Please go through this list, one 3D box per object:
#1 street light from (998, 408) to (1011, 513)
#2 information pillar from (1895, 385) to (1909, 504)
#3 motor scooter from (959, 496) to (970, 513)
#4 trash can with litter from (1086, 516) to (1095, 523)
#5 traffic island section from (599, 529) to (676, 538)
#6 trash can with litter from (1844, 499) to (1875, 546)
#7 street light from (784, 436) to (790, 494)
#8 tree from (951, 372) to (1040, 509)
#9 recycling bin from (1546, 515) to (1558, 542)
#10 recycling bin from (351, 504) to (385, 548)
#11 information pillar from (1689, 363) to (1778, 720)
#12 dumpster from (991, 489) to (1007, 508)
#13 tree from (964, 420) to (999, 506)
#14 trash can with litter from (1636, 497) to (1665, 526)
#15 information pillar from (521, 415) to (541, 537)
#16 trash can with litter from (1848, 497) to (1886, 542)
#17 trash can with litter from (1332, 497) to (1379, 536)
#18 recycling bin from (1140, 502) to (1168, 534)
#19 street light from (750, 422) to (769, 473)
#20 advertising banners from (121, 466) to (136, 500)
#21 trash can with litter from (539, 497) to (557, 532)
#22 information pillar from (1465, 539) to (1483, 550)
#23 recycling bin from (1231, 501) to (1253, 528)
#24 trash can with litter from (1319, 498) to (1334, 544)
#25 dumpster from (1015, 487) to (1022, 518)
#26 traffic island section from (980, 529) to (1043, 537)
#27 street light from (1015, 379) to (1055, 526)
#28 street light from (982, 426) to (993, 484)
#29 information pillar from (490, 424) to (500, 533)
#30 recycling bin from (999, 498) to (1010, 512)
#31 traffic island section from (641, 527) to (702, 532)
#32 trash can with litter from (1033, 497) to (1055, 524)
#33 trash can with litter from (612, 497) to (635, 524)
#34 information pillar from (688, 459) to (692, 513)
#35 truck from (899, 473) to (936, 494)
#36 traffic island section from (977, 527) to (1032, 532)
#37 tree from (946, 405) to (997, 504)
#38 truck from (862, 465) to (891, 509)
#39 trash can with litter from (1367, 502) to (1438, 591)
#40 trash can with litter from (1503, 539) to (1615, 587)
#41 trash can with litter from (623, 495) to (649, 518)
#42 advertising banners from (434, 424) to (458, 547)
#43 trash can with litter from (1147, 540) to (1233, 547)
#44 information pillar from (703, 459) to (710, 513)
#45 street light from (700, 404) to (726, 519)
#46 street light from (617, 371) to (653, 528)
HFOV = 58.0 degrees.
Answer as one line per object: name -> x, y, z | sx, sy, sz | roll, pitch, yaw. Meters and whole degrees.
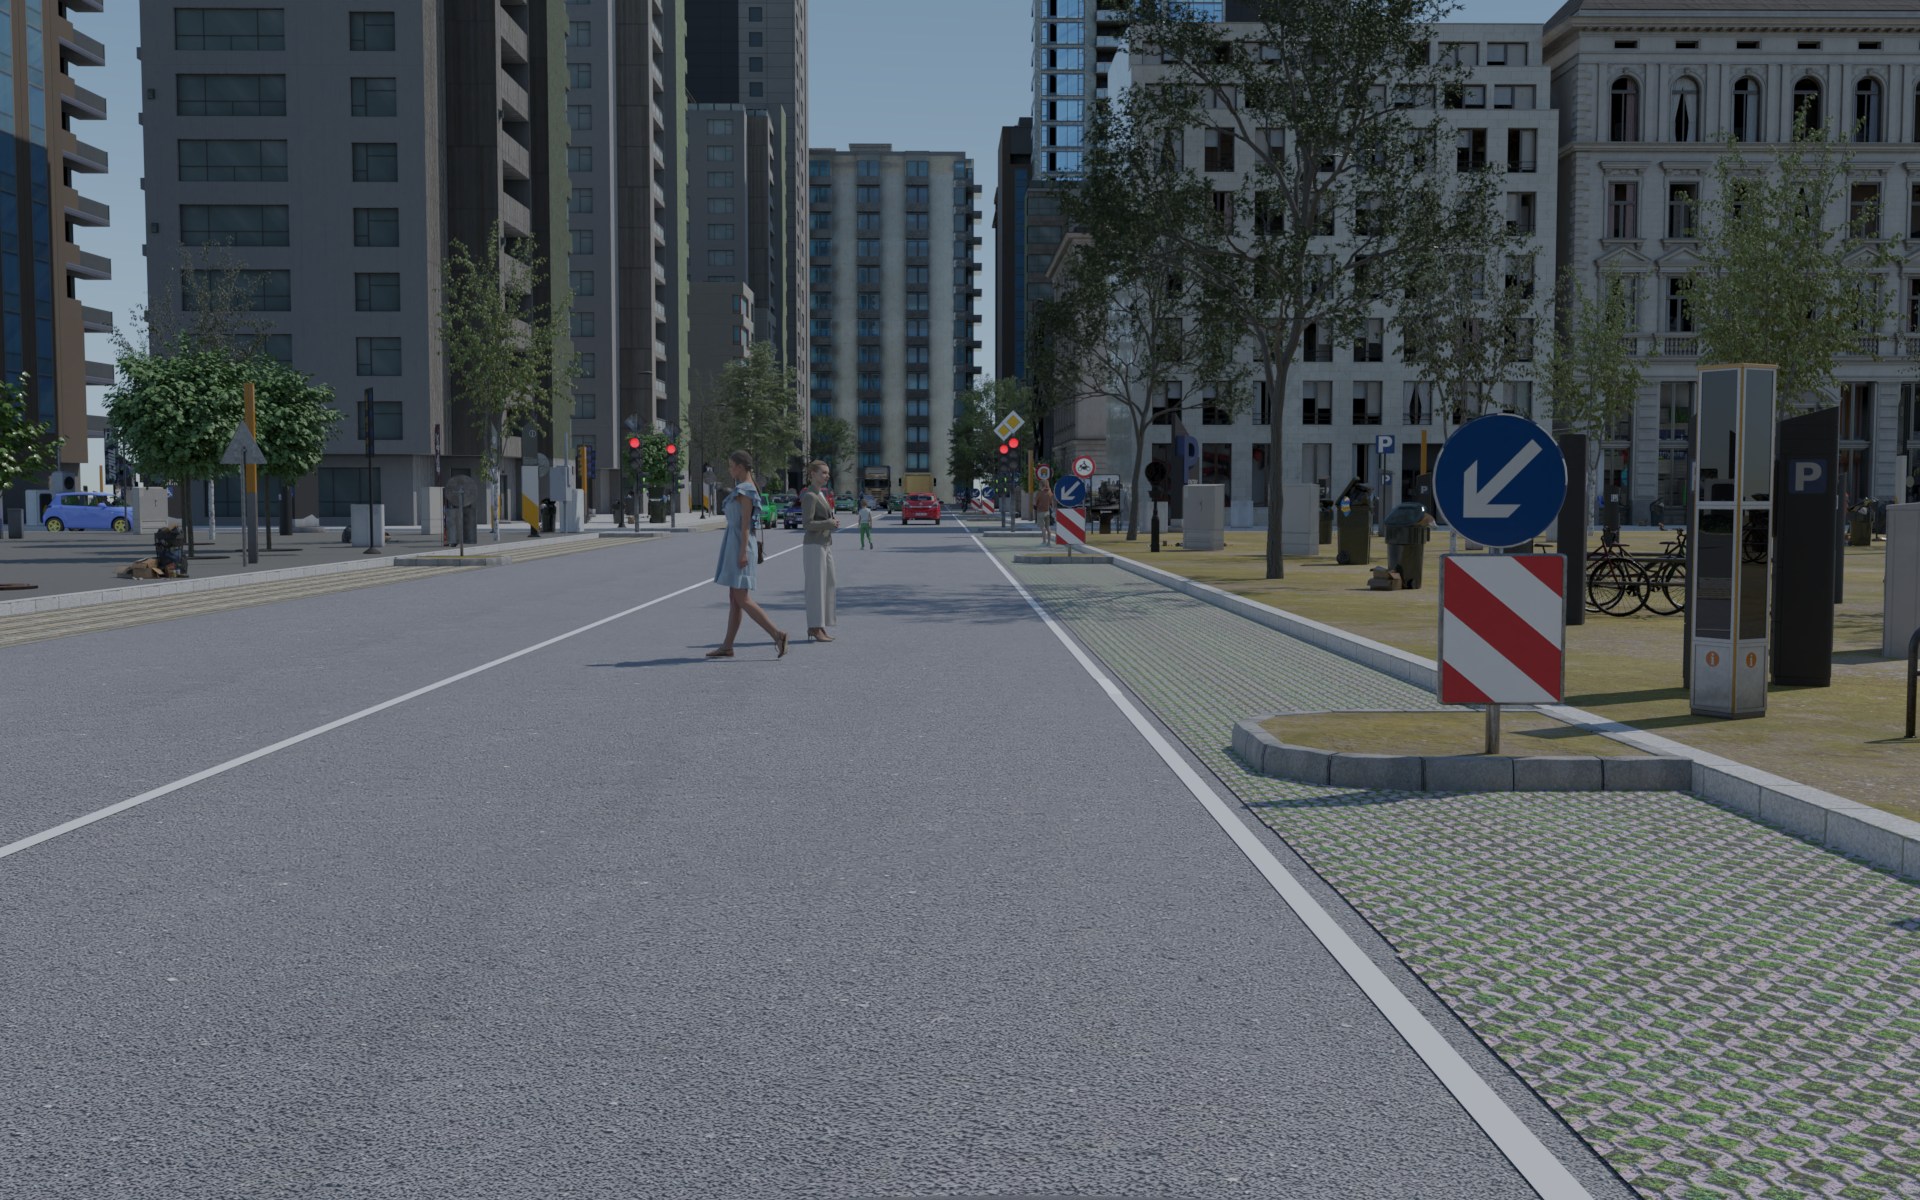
street light -> 2.729, -7.385, 93.282 | 1.470, 5.913, 1.316 | 0, 4, -1
information pillar -> 20.416, -2.826, 37.561 | 0.183, 3.616, 0.504 | 1, 4, 14
motor scooter -> 0.335, -7.312, 132.335 | 0.815, 1.314, 1.986 | 0, 4, -3
trash can with litter -> 5.585, -4.051, 77.620 | 1.055, 1.170, 0.624 | 2, 4, 35
traffic island section -> -10.837, -2.186, 58.021 | 2.009, 0.180, 2.903 | 0, 4, -1
trash can with litter -> 21.968, -1.916, 42.716 | 0.624, 1.170, 1.055 | -2, 4, -32
street light -> -13.247, -10.000, 136.037 | 1.470, 5.913, 1.316 | 0, 4, -1
tree -> 3.127, -13.522, 146.837 | 9.928, 11.665, 9.643 | 0, 3, 0
recycling bin -> 16.172, -2.066, 46.336 | 0.722, 1.027, 0.722 | 0, 4, -8
recycling bin -> -14.327, -1.796, 41.911 | 0.722, 1.027, 0.722 | -1, 4, -15
information pillar -> 4.439, -0.334, 9.953 | 0.304, 2.012, 0.304 | -2, 4, -29
dumpster -> 2.919, -7.567, 129.478 | 1.264, 1.857, 1.865 | 0, 4, -1
tree -> 2.247, -14.135, 181.469 | 4.360, 8.622, 3.978 | 0, 3, 0
trash can with litter -> 27.342, -3.497, 68.567 | 1.055, 1.170, 0.624 | 2, 4, 30
information pillar -> -12.718, -3.664, 51.267 | 0.504, 3.616, 0.183 | -2, 4, -33
trash can with litter -> 24.609, -2.229, 47.507 | 1.678, 1.210, 2.233 | -2, 4, -30
trash can with litter -> 12.777, -2.639, 54.203 | 2.233, 1.210, 1.678 | 1, 4, 10
recycling bin -> 6.304, -2.683, 56.426 | 0.722, 1.027, 0.722 | -1, 4, -16
street light -> -13.051, -8.548, 112.306 | 1.470, 5.913, 1.316 | 0, 4, -1
advertising banners -> -50.215, -6.620, 104.431 | 2.074, 3.025, 0.090 | 2, 4, 35
trash can with litter -> -13.972, -2.870, 58.312 | 0.624, 1.170, 1.055 | -2, 4, -30
information pillar -> 11.767, -2.146, 39.572 | 0.304, 2.012, 0.304 | -1, 4, -16
recycling bin -> 10.687, -3.247, 65.641 | 0.722, 1.027, 0.722 | 1, 4, 21
trash can with litter -> 9.202, -2.022, 44.444 | 0.624, 1.170, 1.055 | 0, 4, -6
dumpster -> 3.488, -5.248, 91.555 | 1.264, 1.857, 1.865 | 0, 4, -1
traffic island section -> 1.803, -2.197, 58.201 | 2.009, 0.180, 2.903 | 0, 4, -1
street light -> 3.107, -5.950, 69.828 | 1.470, 5.913, 1.316 | 0, 4, -1
street light -> 2.389, -8.873, 117.613 | 1.470, 5.913, 1.316 | 0, 4, -1
information pillar -> -15.330, -4.020, 57.076 | 0.183, 3.616, 0.504 | 1, 4, 12
recycling bin -> 3.198, -6.748, 122.890 | 0.722, 1.027, 0.722 | -1, 4, -12
traffic island section -> -10.954, -2.674, 66.006 | 2.009, 0.180, 2.903 | 0, 4, -1
trash can with litter -> 3.715, -3.909, 75.303 | 1.055, 1.170, 0.624 | 1, 4, 23
trash can with litter -> -14.357, -3.836, 74.112 | 1.055, 1.170, 0.624 | 0, 4, -4
information pillar -> -18.161, -7.649, 116.408 | 0.183, 3.616, 0.504 | 0, 4, 2
truck -> -3.790, -9.746, 155.263 | 3.469, 3.379, 9.791 | 0, 4, -2
traffic island section -> 1.686, -2.685, 66.185 | 2.009, 0.180, 2.903 | 0, 4, -1
tree -> 1.920, -18.373, 218.517 | 7.486, 12.596, 7.792 | 0, 3, 0
truck -> -8.177, -11.160, 171.384 | 2.839, 4.237, 11.283 | 0, 4, -2
trash can with litter -> 5.927, -0.726, 23.264 | 0.624, 1.170, 1.055 | 3, 4, 39
trash can with litter -> 8.067, -0.785, 23.898 | 2.233, 1.210, 1.678 | 0, 4, 4
trash can with litter -> -17.186, -4.926, 91.595 | 2.233, 1.210, 1.678 | 0, 4, 3
advertising banners -> -12.668, -2.841, 42.641 | 0.090, 3.025, 2.074 | -2, 4, -29
trash can with litter -> 5.697, -1.932, 42.644 | 2.233, 1.210, 1.678 | 0, 4, 1
information pillar -> -17.100, -7.679, 116.904 | 0.504, 3.616, 0.183 | 1, 4, 8
street light -> -12.717, -7.127, 89.062 | 1.470, 5.913, 1.316 | 0, 4, -1
street light -> -12.331, -5.700, 65.742 | 1.470, 5.913, 1.316 | 0, 4, -1
